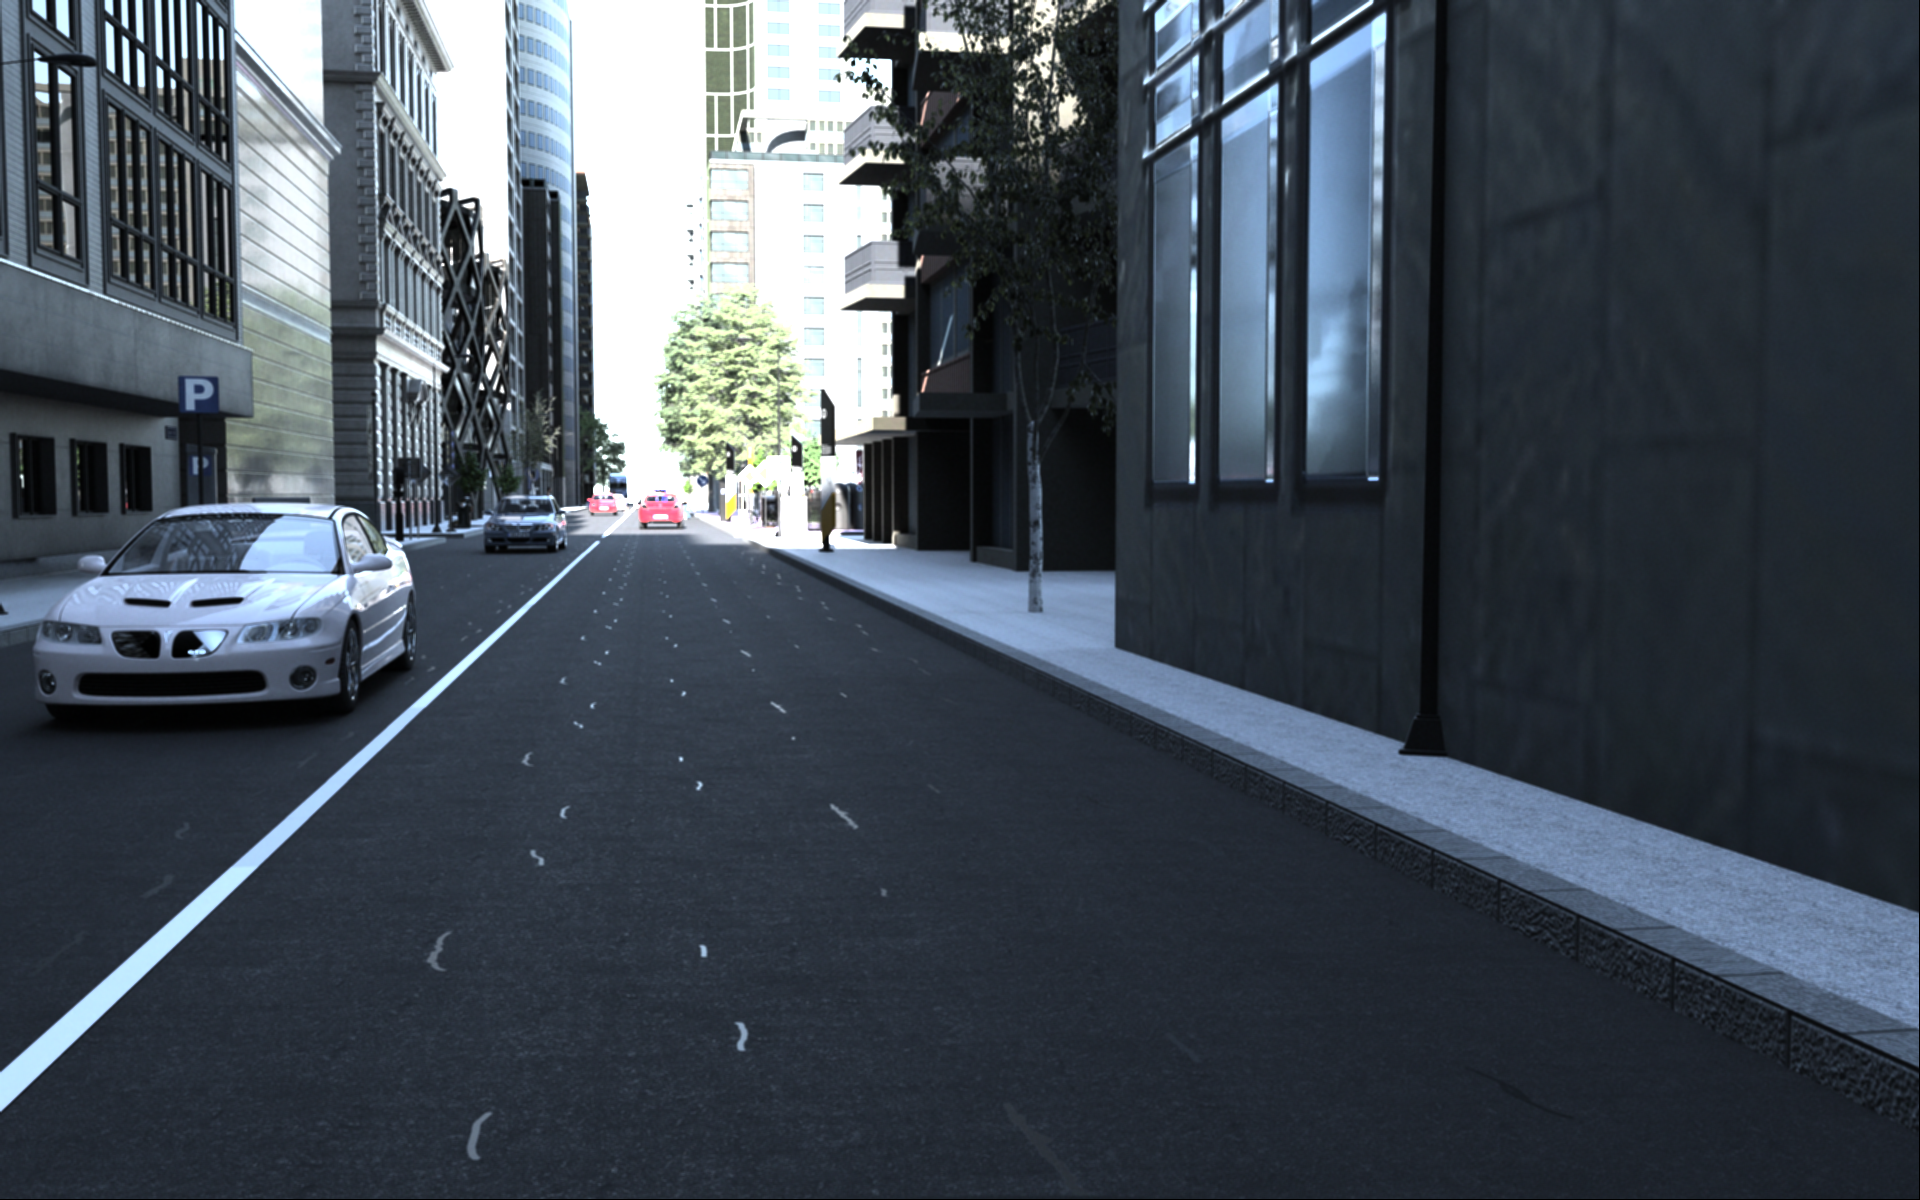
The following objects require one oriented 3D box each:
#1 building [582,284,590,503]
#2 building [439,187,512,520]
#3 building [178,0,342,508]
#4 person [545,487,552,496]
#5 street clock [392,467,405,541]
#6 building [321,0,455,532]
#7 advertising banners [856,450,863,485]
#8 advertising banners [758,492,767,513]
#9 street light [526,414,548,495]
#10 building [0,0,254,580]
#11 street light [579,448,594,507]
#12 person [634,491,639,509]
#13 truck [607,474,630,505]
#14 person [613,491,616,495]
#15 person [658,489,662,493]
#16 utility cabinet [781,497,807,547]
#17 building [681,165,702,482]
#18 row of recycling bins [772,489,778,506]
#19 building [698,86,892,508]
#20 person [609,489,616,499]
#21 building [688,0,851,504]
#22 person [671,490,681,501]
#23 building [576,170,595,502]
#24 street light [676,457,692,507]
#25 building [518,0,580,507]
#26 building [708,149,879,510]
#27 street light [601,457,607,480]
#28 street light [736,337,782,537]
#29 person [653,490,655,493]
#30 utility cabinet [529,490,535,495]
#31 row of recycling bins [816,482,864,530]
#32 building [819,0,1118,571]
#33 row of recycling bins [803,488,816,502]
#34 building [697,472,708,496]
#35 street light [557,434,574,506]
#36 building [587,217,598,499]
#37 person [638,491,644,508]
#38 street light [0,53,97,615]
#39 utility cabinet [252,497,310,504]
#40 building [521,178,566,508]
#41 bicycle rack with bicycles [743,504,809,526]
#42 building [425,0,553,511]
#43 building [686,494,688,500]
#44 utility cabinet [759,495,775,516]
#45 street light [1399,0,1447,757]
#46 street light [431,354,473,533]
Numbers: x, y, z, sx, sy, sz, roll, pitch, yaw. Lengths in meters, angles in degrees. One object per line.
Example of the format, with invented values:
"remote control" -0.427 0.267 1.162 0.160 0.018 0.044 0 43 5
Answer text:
"building" -65.190 -38.353 250.767 21.300 48.544 21.600 -1 4 -10
"building" -36.268 -14.580 105.843 16.820 18.784 16.811 -1 4 -10
"building" -25.910 -15.538 39.954 20.117 28.700 13.634 -1 4 -10
"person" -21.691 -5.054 91.234 0.778 1.811 0.616 -1 4 -19
"street clock" -15.264 -2.603 47.122 0.358 2.002 0.471 -2 4 -29
"building" -25.954 -14.514 66.188 11.050 23.489 19.941 -1 4 -10
"advertising banners" -3.549 -4.401 68.141 0.090 3.025 2.074 -2 4 -35
"advertising banners" -13.333 -7.299 115.527 0.090 3.025 2.074 1 4 19
"street light" -24.616 -7.835 100.645 1.470 5.913 1.316 -1 4 -10
"building" -19.070 -13.952 21.622 14.314 27.812 24.014 -1 4 -10
"street light" -37.971 -12.435 175.859 1.470 5.913 1.316 -1 4 -10
"person" -31.483 -9.755 168.660 0.551 1.740 0.621 3 5 39
"truck" -46.246 -14.970 234.524 2.967 4.110 18.799 -1 4 -11
"person" -31.689 -9.152 158.953 1.217 1.723 0.721 1 4 14
"person" -24.259 -8.072 140.114 1.348 1.869 0.705 0 4 2
"utility cabinet" -4.054 -1.907 42.337 0.306 1.237 1.020 1 4 16
"building" -28.915 -38.767 253.453 23.786 49.044 30.456 -1 4 -10
"row of recycling bins" -13.516 -7.715 133.246 1.069 1.692 3.534 -2 4 -31
"building" -9.391 -29.213 169.508 32.217 40.220 23.993 -1 4 -10
"person" -29.323 -8.348 145.005 1.348 1.822 0.705 -3 5 -44
"building" -25.550 -48.271 227.488 20.563 71.187 20.611 -1 4 -10
"person" -22.420 -7.707 135.226 1.217 1.735 0.721 -1 4 -18
"building" -59.503 -34.966 226.311 22.147 44.769 28.867 -1 4 -10
"street light" -26.381 -11.810 165.630 1.470 5.913 1.316 -1 4 -10
"building" -50.392 -38.808 176.505 21.231 58.520 28.212 -1 4 -10
"building" -14.653 -23.107 149.495 14.160 30.474 14.107 -1 4 -10
"street light" -45.165 -14.897 216.106 1.470 5.913 1.316 -1 4 -10
"street light" -5.917 -4.825 51.424 1.470 5.913 1.316 -1 4 -10
"person" -25.084 -8.147 142.227 1.217 1.766 0.721 -2 4 -26
"utility cabinet" -25.333 -5.743 102.570 0.318 1.500 1.173 -1 4 -12
"row of recycling bins" -3.652 -3.397 62.649 1.069 1.692 3.534 2 4 31
"building" 8.941 -23.401 37.223 22.147 44.769 28.867 -1 4 -10
"row of recycling bins" -10.792 -7.132 123.714 3.534 1.692 1.069 2 4 28
"building" -15.412 -21.462 195.946 27.650 21.520 28.899 -1 4 -10
"street light" -30.323 -9.804 132.838 1.470 5.913 1.316 -1 4 -10
"building" -64.025 -37.866 269.223 14.600 45.320 14.200 -1 4 -10
"person" -34.089 -10.715 184.482 1.217 1.735 0.721 2 4 26
"street light" -9.798 -2.800 18.322 1.470 5.913 1.316 -1 4 -10
"utility cabinet" -13.176 -1.375 33.651 1.020 1.237 0.306 -2 4 -30
"building" -43.499 -23.574 157.136 14.160 30.474 14.107 -1 4 -10
"bicycle rack with bicycles" -7.284 -3.441 69.640 2.925 0.926 2.852 -1 4 -20
"building" -43.740 -42.813 138.249 20.563 71.187 20.611 -1 4 -10
"building" -28.372 -36.066 281.556 32.217 40.220 23.993 -1 4 -10
"utility cabinet" -11.477 -5.608 102.856 0.306 1.237 1.020 3 5 44
"street light" 1.803 -2.190 8.340 1.470 5.913 1.316 -1 4 -10
"street light" -16.850 -5.195 57.471 1.470 5.913 1.316 -1 4 -10
